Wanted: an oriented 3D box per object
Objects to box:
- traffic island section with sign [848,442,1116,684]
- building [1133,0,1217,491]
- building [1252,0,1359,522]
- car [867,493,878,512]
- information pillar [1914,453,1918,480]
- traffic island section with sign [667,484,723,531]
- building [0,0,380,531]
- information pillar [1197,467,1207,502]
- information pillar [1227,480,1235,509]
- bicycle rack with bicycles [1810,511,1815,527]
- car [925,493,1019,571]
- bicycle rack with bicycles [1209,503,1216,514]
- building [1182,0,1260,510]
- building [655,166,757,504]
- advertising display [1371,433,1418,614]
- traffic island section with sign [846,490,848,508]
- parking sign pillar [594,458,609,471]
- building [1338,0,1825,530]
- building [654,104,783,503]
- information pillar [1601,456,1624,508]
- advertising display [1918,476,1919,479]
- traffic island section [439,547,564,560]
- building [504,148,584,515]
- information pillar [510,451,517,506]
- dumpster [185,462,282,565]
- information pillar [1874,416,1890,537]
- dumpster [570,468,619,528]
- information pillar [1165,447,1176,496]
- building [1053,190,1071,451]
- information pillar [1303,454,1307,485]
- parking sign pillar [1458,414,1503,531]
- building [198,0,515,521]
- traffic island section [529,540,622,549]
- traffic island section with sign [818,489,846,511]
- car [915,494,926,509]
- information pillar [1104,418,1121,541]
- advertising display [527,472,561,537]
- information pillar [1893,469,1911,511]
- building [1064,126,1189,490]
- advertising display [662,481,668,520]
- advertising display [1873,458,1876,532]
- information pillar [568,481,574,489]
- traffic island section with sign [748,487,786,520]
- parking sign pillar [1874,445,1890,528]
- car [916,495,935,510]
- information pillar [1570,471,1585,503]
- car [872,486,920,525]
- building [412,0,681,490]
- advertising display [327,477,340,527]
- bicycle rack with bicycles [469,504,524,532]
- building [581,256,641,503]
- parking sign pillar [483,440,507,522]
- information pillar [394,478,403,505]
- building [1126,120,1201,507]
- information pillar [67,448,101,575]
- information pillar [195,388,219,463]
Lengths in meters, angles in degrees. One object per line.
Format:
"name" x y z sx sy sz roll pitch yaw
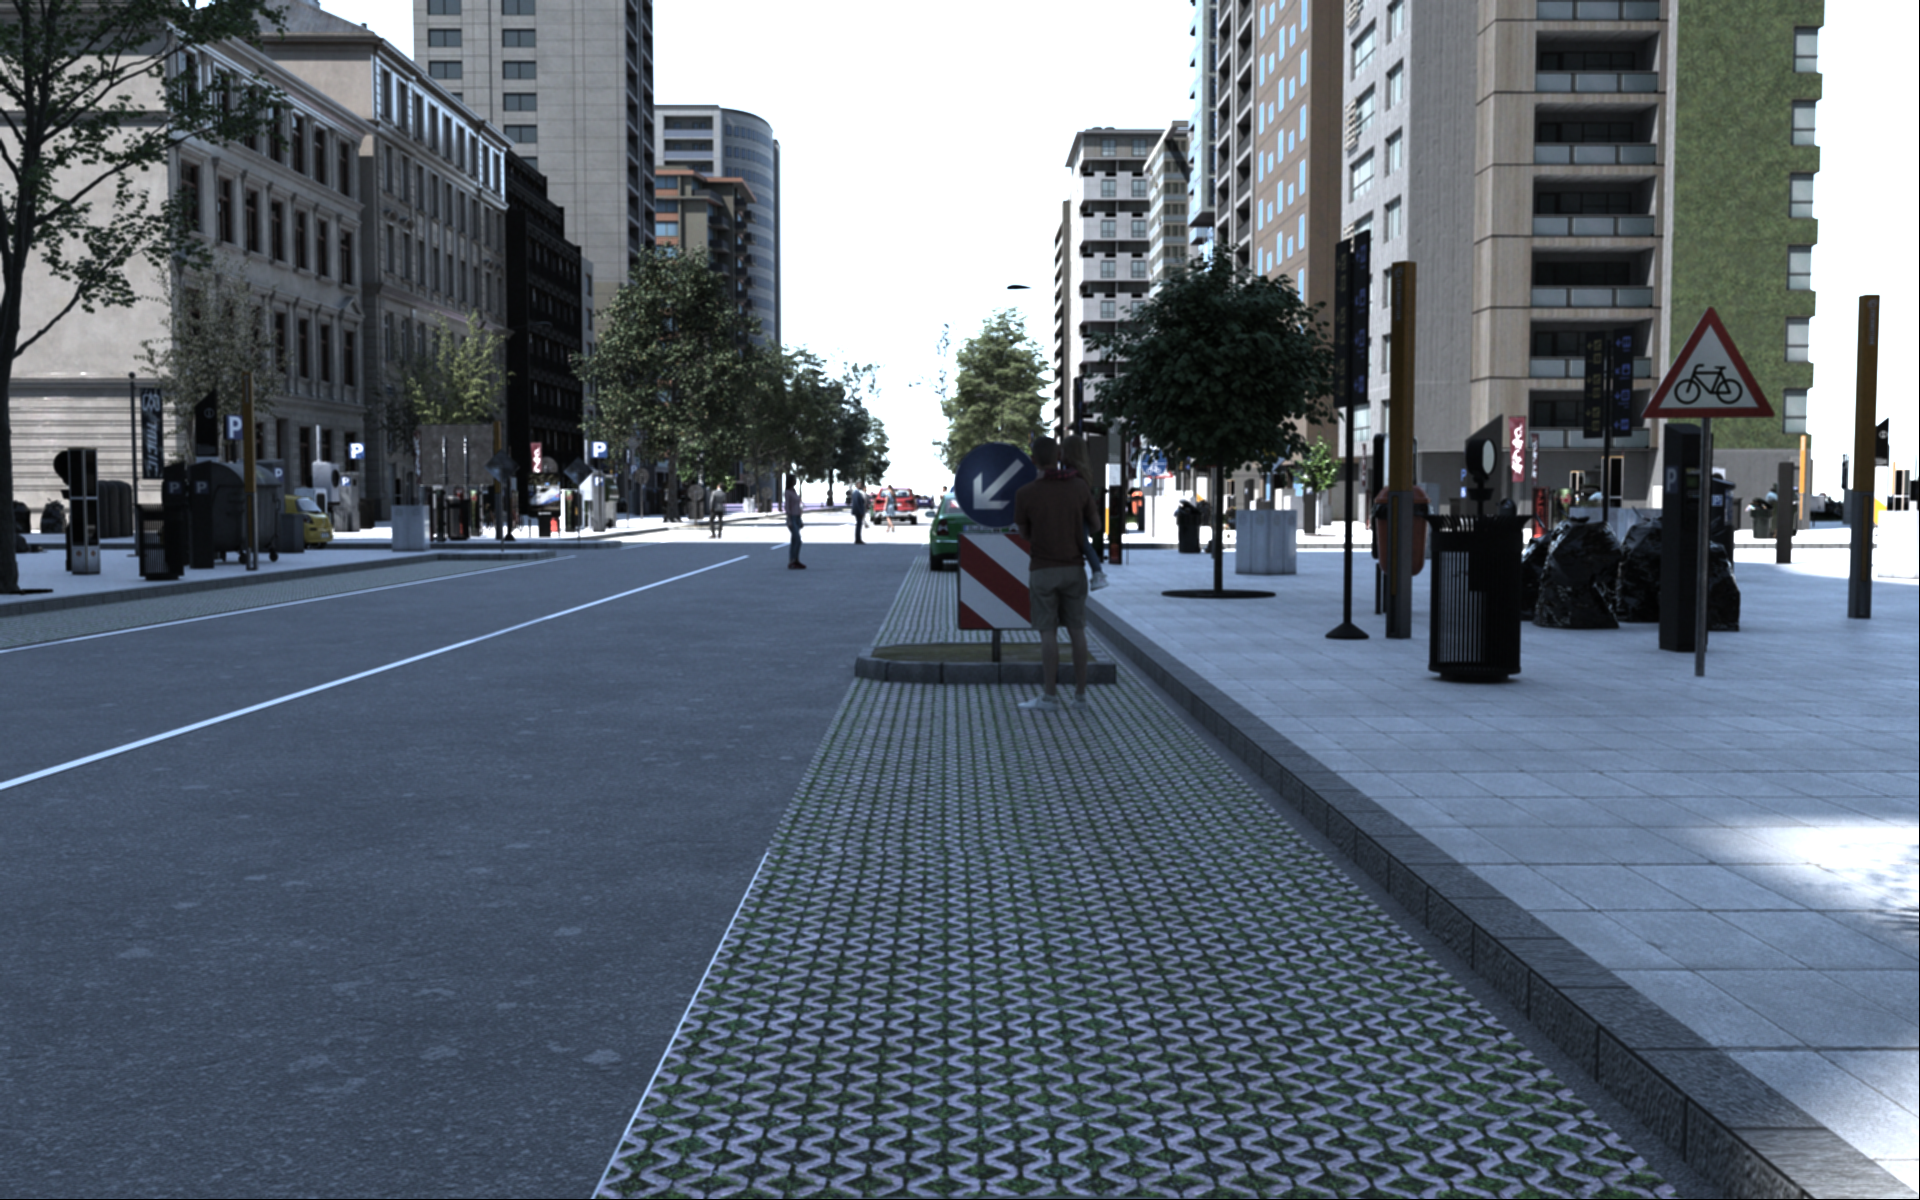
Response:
"traffic island section with sign" 0.172 -0.323 13.915 1.989 1.847 2.006 0 4 0
"building" 27.248 -50.708 141.739 22.319 86.520 31.000 0 4 0
"building" 22.783 -26.635 85.589 14.600 45.320 14.200 0 4 0
"car" -6.724 -7.771 136.088 2.155 1.783 4.494 0 4 1
"information pillar" 55.110 -6.638 99.888 0.183 3.616 0.504 3 4 36
"traffic island section with sign" -10.411 -3.645 68.227 1.989 1.847 2.006 0 4 0
"building" -32.545 -14.298 69.925 11.583 22.565 21.152 0 4 0
"information pillar" 11.915 -5.738 85.168 0.504 3.616 0.183 -1 4 -10
"information pillar" 14.248 -5.293 91.033 0.304 2.012 0.304 -1 4 -22
"bicycle rack with bicycles" 32.759 -3.402 69.010 2.852 0.926 2.925 1 4 16
"car" 0.298 -1.519 33.629 1.959 1.807 4.718 0 4 -1
"bicycle rack with bicycles" 13.491 -5.151 97.600 2.925 0.926 2.852 -1 4 -9
"building" 25.937 -41.096 110.180 20.563 71.187 20.611 0 4 0
"building" -39.147 -35.392 233.275 22.147 44.769 28.867 0 4 0
"advertising display" 4.713 -0.830 18.783 0.123 1.923 0.974 3 4 36
"traffic island section with sign" -11.137 -10.087 173.553 1.989 1.847 2.006 0 4 0
"parking sign pillar" -22.420 -7.366 108.902 1.447 3.967 1.447 2 4 28
"building" 23.357 -23.473 67.373 14.086 41.232 14.154 0 4 0
"building" -38.744 -44.035 261.963 21.231 58.520 28.212 0 4 0
"information pillar" 12.779 -1.803 33.964 0.304 2.012 0.304 0 4 -6
"advertising display" 33.754 -3.368 60.276 0.974 1.923 0.123 -1 4 -13
"traffic island section" -10.204 -0.995 38.556 2.009 0.180 2.903 0 4 0
"building" -32.565 -17.357 113.465 12.332 23.373 15.834 0 4 0
"information pillar" -22.336 -5.802 86.219 0.504 3.616 0.183 -1 4 -13
"dumpster" -13.552 -1.616 32.176 1.264 1.857 1.865 0 4 0
"information pillar" 27.644 -3.714 52.071 0.504 3.616 0.183 2 4 33
"dumpster" -13.681 -3.809 64.766 1.502 2.255 1.985 0 4 0
"information pillar" 9.506 -5.307 78.122 0.504 3.616 0.183 2 4 25
"building" 25.853 -39.518 269.813 21.300 48.544 21.600 0 4 0
"information pillar" 15.408 -5.259 77.339 0.183 3.616 0.504 0 4 -4
"parking sign pillar" 17.552 -4.272 58.326 1.447 3.967 1.447 -1 4 -12
"building" -33.002 -18.082 92.910 12.463 27.353 25.104 0 4 0
"traffic island section" -10.258 -1.484 46.540 2.009 0.180 2.903 0 4 0
"traffic island section with sign" -10.946 -8.439 146.599 1.989 1.847 2.006 0 4 0
"car" -4.199 -9.969 173.223 2.015 1.641 3.980 0 4 -1
"information pillar" 4.209 -3.442 47.626 0.504 3.616 0.183 -3 4 -38
"advertising display" -12.298 -2.815 51.247 0.974 1.923 0.123 -1 4 -14
"information pillar" 27.419 -2.810 50.429 0.304 2.012 0.304 -2 4 -25
"building" 29.882 -40.111 245.045 28.713 52.752 27.495 0 4 0
"advertising display" -14.379 -4.896 85.255 0.123 1.923 0.974 1 4 18
"advertising display" 16.254 -1.576 30.977 0.123 1.923 0.974 2 4 31
"information pillar" -21.819 -5.669 97.176 0.304 2.012 0.304 0 4 -3
"traffic island section with sign" -10.595 -5.294 95.182 1.989 1.847 2.006 0 4 0
"parking sign pillar" 34.629 -4.712 65.516 1.447 3.967 1.447 0 4 2
"car" -3.344 -9.121 161.707 1.945 1.354 3.894 0 4 1
"information pillar" 19.901 -3.142 55.867 0.304 2.012 0.304 -2 4 -27
"car" -3.027 -4.453 81.476 2.281 1.827 5.304 0 4 -1
"building" -36.837 -44.093 159.174 20.563 71.187 20.611 0 4 0
"advertising display" -23.762 -3.718 66.001 0.974 1.923 0.123 1 4 16
"bicycle rack with bicycles" -16.210 -2.784 58.906 2.852 0.926 2.925 -1 4 -23
"building" -41.314 -17.793 135.950 27.650 21.520 28.899 0 4 0
"parking sign pillar" -21.078 -5.542 79.090 1.447 3.967 1.447 1 4 11
"information pillar" -25.831 -4.599 79.687 0.304 2.012 0.304 -1 4 -10
"building" 31.715 -29.344 171.661 32.217 40.220 23.993 0 4 0
"information pillar" -13.969 -1.415 27.627 0.304 2.012 0.304 1 4 14
"information pillar" -16.620 -2.871 38.296 0.504 3.616 0.183 0 4 2
